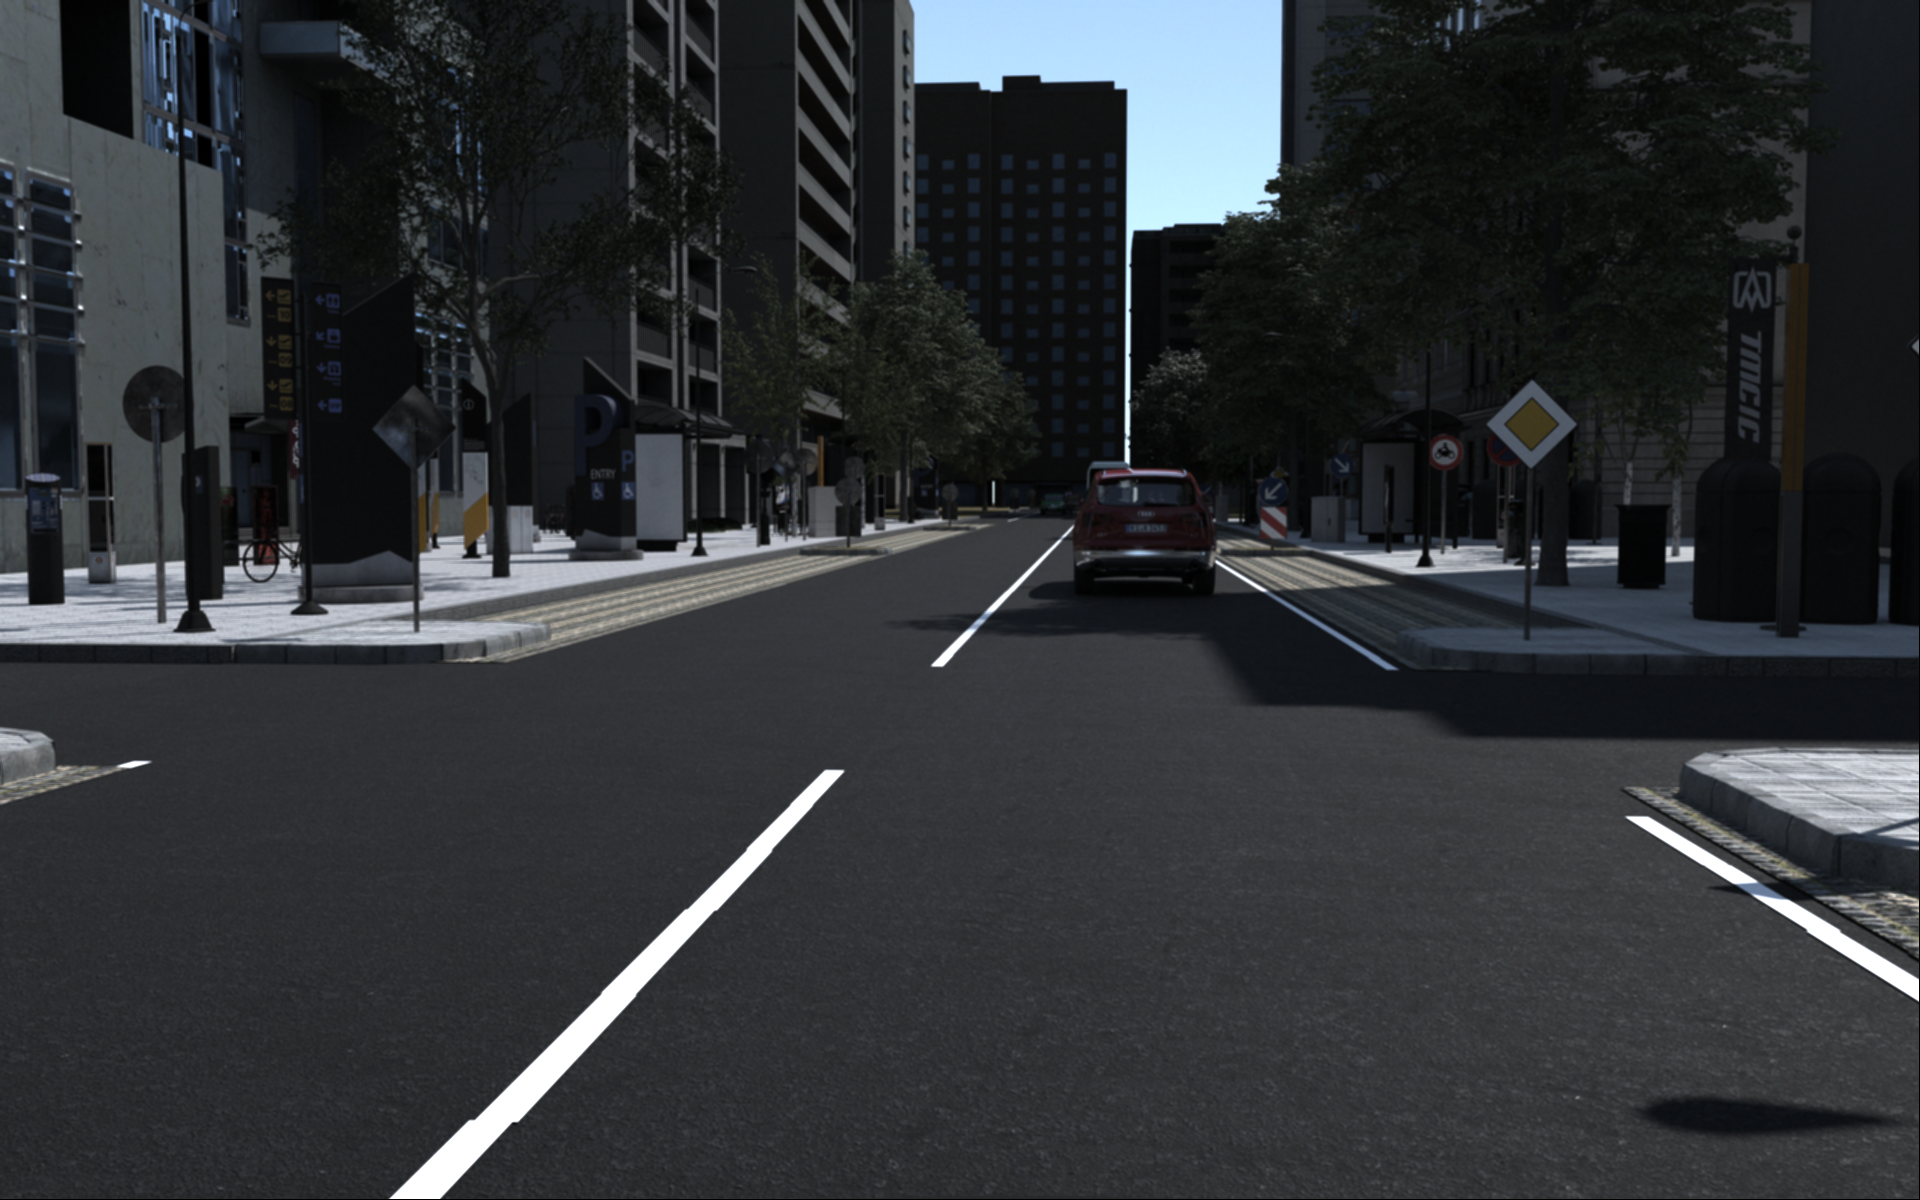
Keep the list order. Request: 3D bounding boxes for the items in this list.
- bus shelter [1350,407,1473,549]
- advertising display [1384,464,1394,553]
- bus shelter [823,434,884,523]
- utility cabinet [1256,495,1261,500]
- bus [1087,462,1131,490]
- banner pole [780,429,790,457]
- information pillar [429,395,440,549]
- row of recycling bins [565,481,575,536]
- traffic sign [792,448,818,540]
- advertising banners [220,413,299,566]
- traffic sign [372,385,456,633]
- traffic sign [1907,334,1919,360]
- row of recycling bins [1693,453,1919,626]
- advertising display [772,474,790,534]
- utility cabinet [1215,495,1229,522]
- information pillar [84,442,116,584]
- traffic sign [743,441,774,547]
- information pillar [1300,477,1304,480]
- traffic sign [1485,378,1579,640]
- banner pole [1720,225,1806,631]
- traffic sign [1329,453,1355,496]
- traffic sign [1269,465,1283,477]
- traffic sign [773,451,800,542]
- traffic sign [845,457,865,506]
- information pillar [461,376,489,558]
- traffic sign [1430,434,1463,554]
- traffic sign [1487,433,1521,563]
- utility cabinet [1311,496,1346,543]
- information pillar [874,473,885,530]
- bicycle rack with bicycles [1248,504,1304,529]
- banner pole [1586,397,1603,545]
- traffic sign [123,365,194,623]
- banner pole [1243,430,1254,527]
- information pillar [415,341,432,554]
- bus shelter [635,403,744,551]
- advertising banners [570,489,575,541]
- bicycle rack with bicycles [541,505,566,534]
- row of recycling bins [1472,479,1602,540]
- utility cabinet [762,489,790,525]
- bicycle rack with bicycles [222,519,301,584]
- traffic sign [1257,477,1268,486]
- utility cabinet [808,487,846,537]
[{"bbox_3d":[11.099,-3.004,43.035,2.014,3.302,5.546,0,4,5],"label":"bus shelter"},{"bbox_3d":[9.402,-2.004,37.982,0.123,1.923,0.974,1,4,9],"label":"advertising display"},{"bbox_3d":[-4.321,-4.837,70.365,1.731,3.624,6.357,0,4,5],"label":"bus shelter"},{"bbox_3d":[14.852,-4.478,84.372,1.020,1.237,0.306,1,4,9],"label":"utility cabinet"},{"bbox_3d":[9.194,-6.739,105.038,2.948,3.499,13.247,0,4,6],"label":"bus"},{"bbox_3d":[-6.744,-4.673,66.422,0.401,3.779,0.863,-3,4,-36],"label":"banner pole"},{"bbox_3d":[-12.361,-3.018,40.699,0.183,3.616,0.504,-2,4,-29],"label":"information pillar"},{"bbox_3d":[-10.491,-2.778,52.528,3.534,1.692,1.069,2,4,25],"label":"row of recycling bins"},{"bbox_3d":[-4.301,-2.918,47.814,0.768,2.556,0.104,1,4,10],"label":"traffic sign"},{"bbox_3d":[-12.556,-2.142,31.202,0.090,3.025,2.074,3,5,39],"label":"advertising banners"},{"bbox_3d":[-5.034,-0.756,15.997,0.795,2.450,0.064,0,4,5],"label":"traffic sign"},{"bbox_3d":[4.306,-0.217,7.184,0.795,2.450,0.064,0,4,5],"label":"traffic sign"},{"bbox_3d":[9.244,-0.620,17.253,3.534,1.692,1.069,1,4,14],"label":"row of recycling bins"},{"bbox_3d":[-5.831,-3.136,56.482,0.123,1.923,0.974,2,4,23],"label":"advertising display"},{"bbox_3d":[12.145,-4.234,80.383,0.306,1.237,1.020,-1,4,-10],"label":"utility cabinet"},{"bbox_3d":[-12.312,-1.242,24.806,0.304,2.012,0.304,-1,4,-12],"label":"information pillar"},{"bbox_3d":[-4.887,-2.558,41.925,0.768,2.556,0.104,1,4,14],"label":"traffic sign"},{"bbox_3d":[14.356,-4.185,72.914,0.304,2.012,0.304,0,4,0],"label":"information pillar"},{"bbox_3d":[4.973,-0.703,15.141,0.795,2.450,0.064,0,4,5],"label":"traffic sign"},{"bbox_3d":[7.547,-1.604,16.237,0.863,3.779,0.401,0,4,-5],"label":"banner pole"},{"bbox_3d":[11.884,-3.292,53.925,0.768,2.556,0.104,1,4,13],"label":"traffic sign"},{"bbox_3d":[12.554,-4.095,68.138,0.795,2.450,0.064,0,4,7],"label":"traffic sign"},{"bbox_3d":[-4.667,-2.774,46.538,0.795,2.450,0.064,1,4,13],"label":"traffic sign"},{"bbox_3d":[-3.610,-3.590,58.806,0.768,2.556,0.104,0,4,7],"label":"traffic sign"},{"bbox_3d":[-9.673,-2.639,34.506,0.504,3.616,0.183,0,4,1],"label":"information pillar"},{"bbox_3d":[10.302,-2.249,36.884,0.768,2.556,0.104,0,4,5],"label":"traffic sign"},{"bbox_3d":[10.163,-1.963,32.195,0.768,2.556,0.104,0,4,8],"label":"traffic sign"},{"bbox_3d":[9.776,-2.132,46.017,0.306,1.237,1.020,-2,4,-32],"label":"utility cabinet"},{"bbox_3d":[-2.838,-3.469,61.217,0.304,2.012,0.304,-1,4,-22],"label":"information pillar"},{"bbox_3d":[12.291,-3.082,63.768,2.852,0.926,2.925,-1,4,-20],"label":"bicycle rack with bicycles"},{"bbox_3d":[16.134,-3.289,43.798,0.401,3.779,0.863,0,4,8],"label":"banner pole"},{"bbox_3d":[-7.950,-1.044,17.174,0.768,2.556,0.104,1,4,9],"label":"traffic sign"},{"bbox_3d":[11.286,-4.725,67.274,0.401,3.779,0.863,0,4,-4],"label":"banner pole"},{"bbox_3d":[-7.318,-1.927,22.854,0.504,3.616,0.183,-3,4,-37],"label":"information pillar"},{"bbox_3d":[-6.689,-2.893,41.222,2.014,3.302,5.546,0,4,5],"label":"bus shelter"},{"bbox_3d":[-10.353,-3.191,48.368,0.090,3.025,2.074,1,4,16],"label":"advertising banners"},{"bbox_3d":[-13.871,-2.669,57.024,2.852,0.926,2.925,0,4,6],"label":"bicycle rack with bicycles"},{"bbox_3d":[16.356,-2.565,49.057,3.534,1.692,1.069,0,4,4],"label":"row of recycling bins"},{"bbox_3d":[-7.617,-3.855,71.704,1.173,1.500,0.318,1,4,21],"label":"utility cabinet"},{"bbox_3d":[-9.216,-0.730,25.313,2.852,0.926,2.925,1,4,20],"label":"bicycle rack with bicycles"},{"bbox_3d":[15.504,-5.464,89.444,0.768,2.556,0.104,0,4,7],"label":"traffic sign"},{"bbox_3d":[-3.969,-2.593,51.078,0.318,1.500,1.173,3,5,40],"label":"utility cabinet"}]
